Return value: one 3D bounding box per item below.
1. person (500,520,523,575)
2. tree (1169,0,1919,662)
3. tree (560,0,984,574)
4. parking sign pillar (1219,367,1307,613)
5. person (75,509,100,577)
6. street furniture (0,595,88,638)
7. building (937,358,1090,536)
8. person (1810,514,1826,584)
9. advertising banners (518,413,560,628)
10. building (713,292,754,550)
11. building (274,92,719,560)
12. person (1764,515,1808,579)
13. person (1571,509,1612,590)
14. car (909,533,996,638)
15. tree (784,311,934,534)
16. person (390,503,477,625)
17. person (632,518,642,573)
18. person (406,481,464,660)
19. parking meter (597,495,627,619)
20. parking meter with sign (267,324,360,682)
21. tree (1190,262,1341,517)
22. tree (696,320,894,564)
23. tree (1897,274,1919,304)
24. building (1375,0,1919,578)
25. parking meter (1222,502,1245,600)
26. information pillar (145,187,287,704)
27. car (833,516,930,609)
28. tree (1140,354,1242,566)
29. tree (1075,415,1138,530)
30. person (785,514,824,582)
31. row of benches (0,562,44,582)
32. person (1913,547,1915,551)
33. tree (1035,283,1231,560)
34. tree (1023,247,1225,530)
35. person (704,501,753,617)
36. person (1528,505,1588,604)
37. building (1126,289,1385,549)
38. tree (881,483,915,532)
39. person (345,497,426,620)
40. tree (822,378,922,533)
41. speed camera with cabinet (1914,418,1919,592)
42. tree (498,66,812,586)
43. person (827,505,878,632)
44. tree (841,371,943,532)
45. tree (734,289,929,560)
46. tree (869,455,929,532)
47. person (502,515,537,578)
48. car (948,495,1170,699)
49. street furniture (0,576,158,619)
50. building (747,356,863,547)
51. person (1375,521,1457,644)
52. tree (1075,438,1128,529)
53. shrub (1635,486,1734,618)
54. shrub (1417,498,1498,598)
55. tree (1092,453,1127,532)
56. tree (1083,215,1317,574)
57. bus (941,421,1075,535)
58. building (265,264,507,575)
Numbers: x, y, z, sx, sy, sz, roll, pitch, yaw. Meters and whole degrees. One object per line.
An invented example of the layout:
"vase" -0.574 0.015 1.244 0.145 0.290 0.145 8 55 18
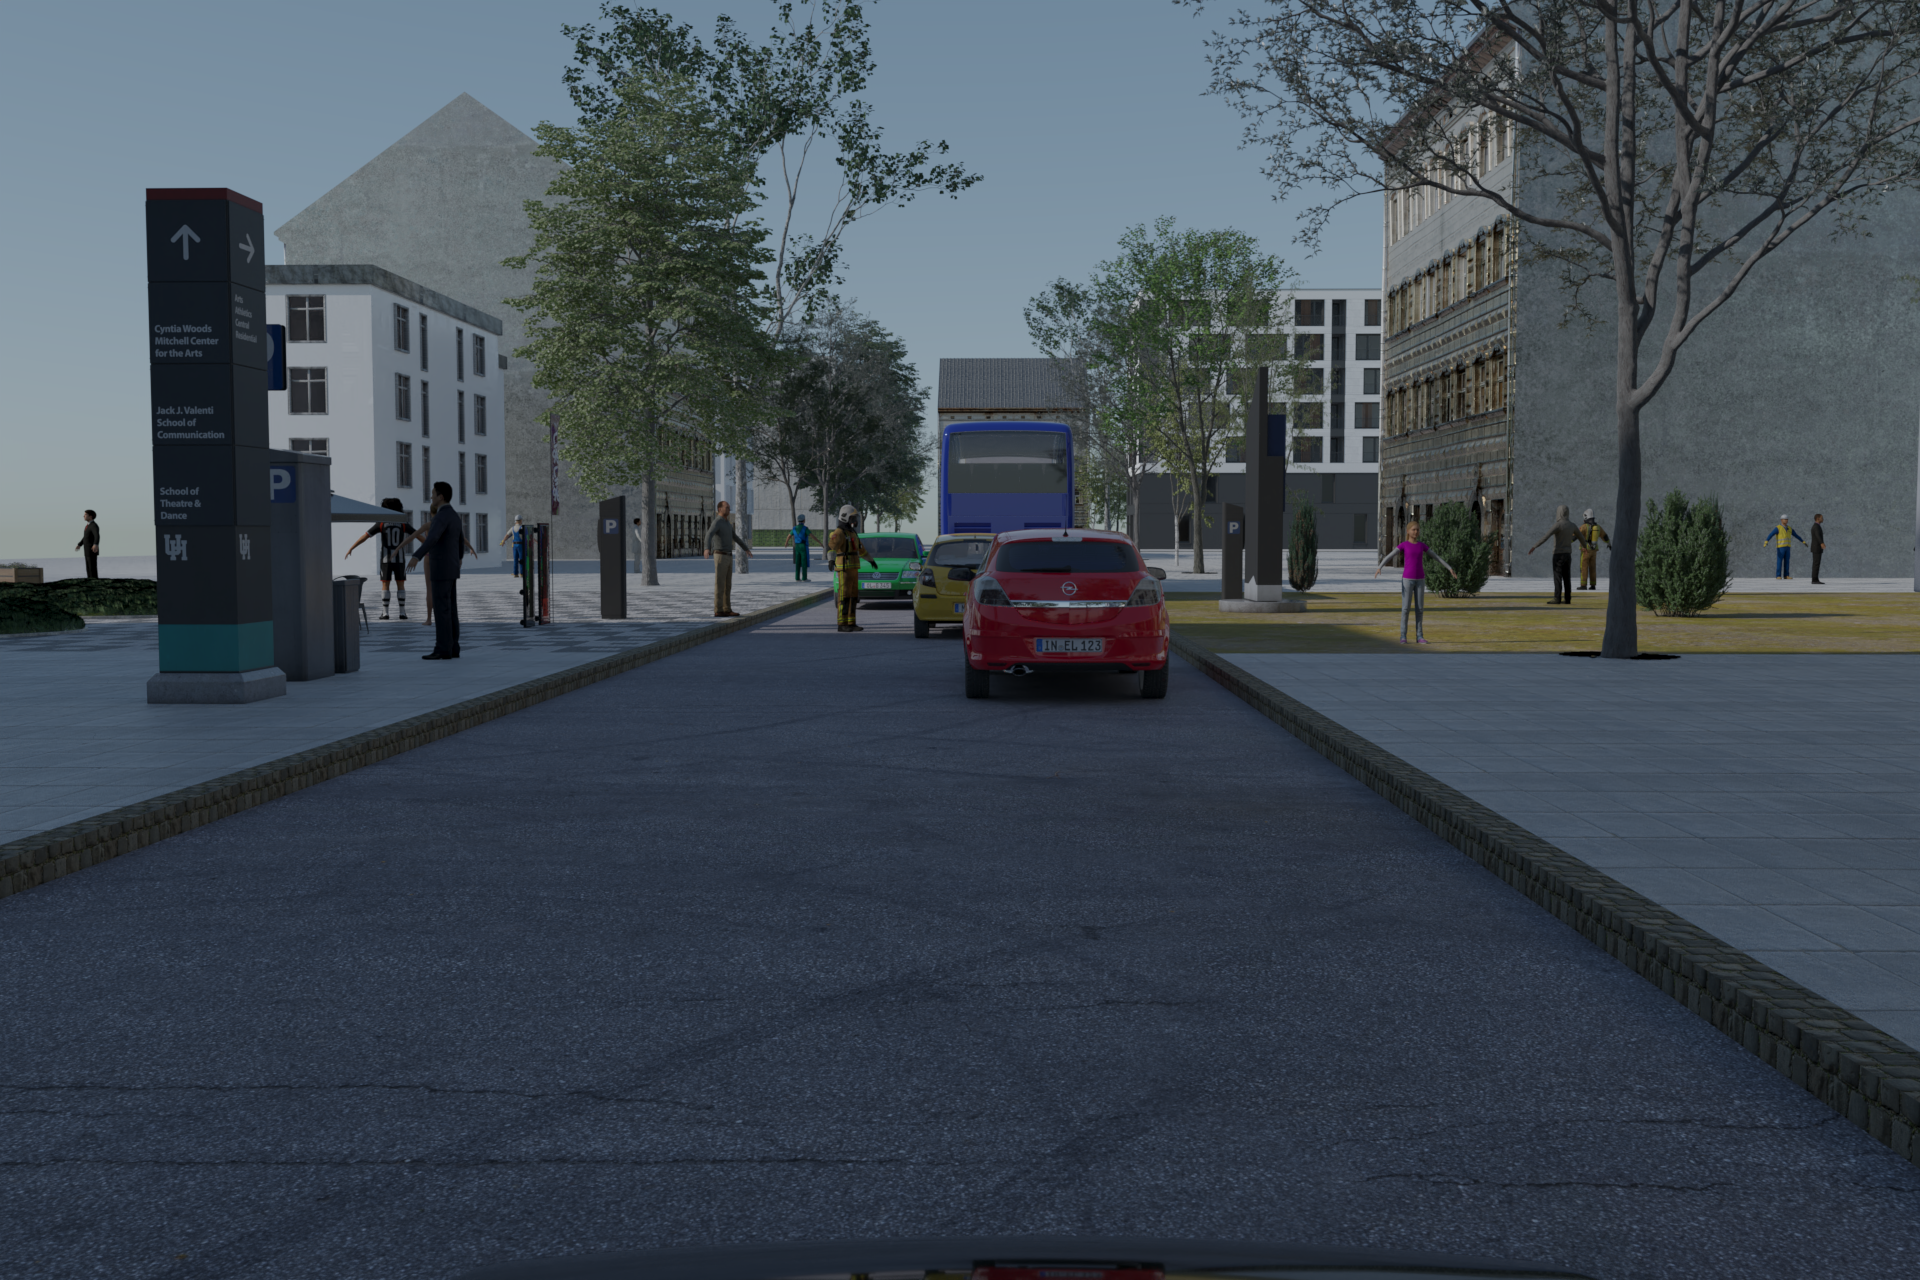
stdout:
"person" -13.776 -2.900 53.872 0.721 1.772 1.216 3 5 39
"tree" 6.968 -6.551 17.476 12.009 13.543 11.850 0 3 0
"tree" -5.712 -12.163 54.756 12.611 20.169 13.585 0 3 0
"parking sign pillar" 5.026 -2.456 28.629 1.447 3.967 1.447 0 4 0
"person" -18.628 -1.889 37.071 0.705 1.806 1.347 -3 5 -42
"street furniture" -14.627 -0.218 19.194 5.734 0.657 10.072 1 4 14
"building" 6.539 -23.328 214.805 18.063 23.208 19.493 0 4 1
"person" 21.990 -2.333 44.364 0.704 1.802 1.346 1 4 22
"advertising banners" -5.913 -1.732 24.513 0.090 3.025 2.074 0 4 2
"building" -23.114 -17.134 136.566 16.016 20.090 11.380 0 4 1
"building" -24.351 -16.193 95.683 19.493 23.208 18.063 0 4 2
"person" 23.300 -2.629 48.951 1.349 1.833 0.705 -1 4 -9
"person" 14.384 -2.073 39.670 1.354 1.858 0.705 -1 4 -16
"car" 0.236 -0.918 25.238 2.015 1.641 3.980 0 4 1
"tree" -6.182 -11.892 101.090 9.857 13.997 8.962 0 3 0
"person" -7.402 -1.078 24.422 1.217 1.733 0.721 -2 4 -31
"person" -10.518 -3.085 56.630 0.705 1.806 1.347 -1 4 -20
"person" -5.326 -0.718 17.788 0.704 1.823 1.345 0 4 4
"parking meter" -5.267 -1.254 26.215 0.399 1.863 0.255 0 4 0
"parking meter with sign" -5.853 -1.165 15.304 0.543 3.016 1.738 0 4 2
"tree" 8.360 -5.924 47.217 4.360 8.622 3.978 0 3 0
"tree" -7.063 -8.566 74.472 8.767 10.594 7.601 -1 4 -8
"tree" 19.052 -4.973 31.673 4.360 8.622 3.978 0 3 0
"building" 25.582 -13.934 58.758 19.493 23.208 18.063 0 4 2
"parking meter" 5.007 -1.591 31.720 0.399 1.863 0.255 0 4 2
"information pillar" -5.758 -1.465 13.334 0.750 3.857 0.750 0 4 2
"car" -1.482 -1.577 34.578 1.959 1.807 4.718 0 4 2
"tree" 8.884 -7.280 69.385 4.737 8.622 4.395 0 3 0
"tree" 9.238 -9.432 104.579 4.360 8.622 3.978 0 3 0
"person" -4.236 -2.476 46.602 1.347 1.817 0.704 2 4 35
"row of benches" -22.001 -1.441 39.017 4.104 0.672 1.422 3 4 36
"person" 21.662 -2.006 38.571 0.705 1.856 1.354 0 4 4
"tree" 8.637 -10.672 84.860 12.009 13.543 11.850 0 3 0
"tree" 11.014 -15.756 113.492 12.611 20.169 13.585 0 3 0
"person" -3.646 -1.261 26.885 0.705 1.796 1.348 2 4 23
"person" 10.980 -1.560 31.640 1.348 1.813 0.705 -2 4 -23
"building" 29.244 -19.372 160.704 27.936 21.610 32.646 0 4 1
"tree" -7.536 -15.851 209.532 4.737 8.622 4.395 0 3 0
"person" -8.500 -1.211 25.949 1.345 1.843 0.704 -1 4 -22
"tree" -6.200 -11.380 111.815 9.928 11.665 9.643 0 3 0
"speed camera with cabinet" 3.998 -0.698 5.752 0.660 3.252 2.038 0 4 1
"tree" -7.457 -7.604 42.448 7.486 12.596 7.792 0 3 0
"person" -1.622 -1.052 25.430 0.705 1.858 1.354 2 4 26
"tree" -5.853 -13.160 125.534 12.009 13.543 11.850 0 3 0
"tree" -6.601 -10.755 86.212 12.009 13.543 11.850 0 3 0
"tree" -7.579 -18.251 216.535 7.486 12.596 7.792 0 3 0
"person" -12.972 -2.763 51.031 1.347 1.847 0.705 1 4 21
"car" 0.946 -0.461 16.579 2.155 1.783 4.494 0 4 1
"street furniture" -15.714 -0.901 30.364 10.072 0.657 5.734 2 4 35
"building" -20.234 -19.658 187.868 16.747 18.905 31.486 0 4 2
"person" 5.319 -0.672 20.251 0.991 1.433 0.599 0 4 -6
"tree" 9.838 -10.707 125.425 4.737 8.622 4.395 0 3 0
"shrub" 11.108 -1.369 26.804 1.690 2.028 1.600 0 3 0
"shrub" 9.900 -1.855 34.749 1.690 2.028 1.600 0 3 0
"tree" 19.869 -18.077 213.686 7.486 12.596 7.792 0 3 0
"tree" 7.739 -7.961 55.925 9.928 11.665 9.643 0 3 0
"bus" 1.047 -2.883 38.681 2.896 3.916 12.251 0 4 1
"building" -22.491 -7.709 68.187 9.099 9.664 28.070 0 4 1
